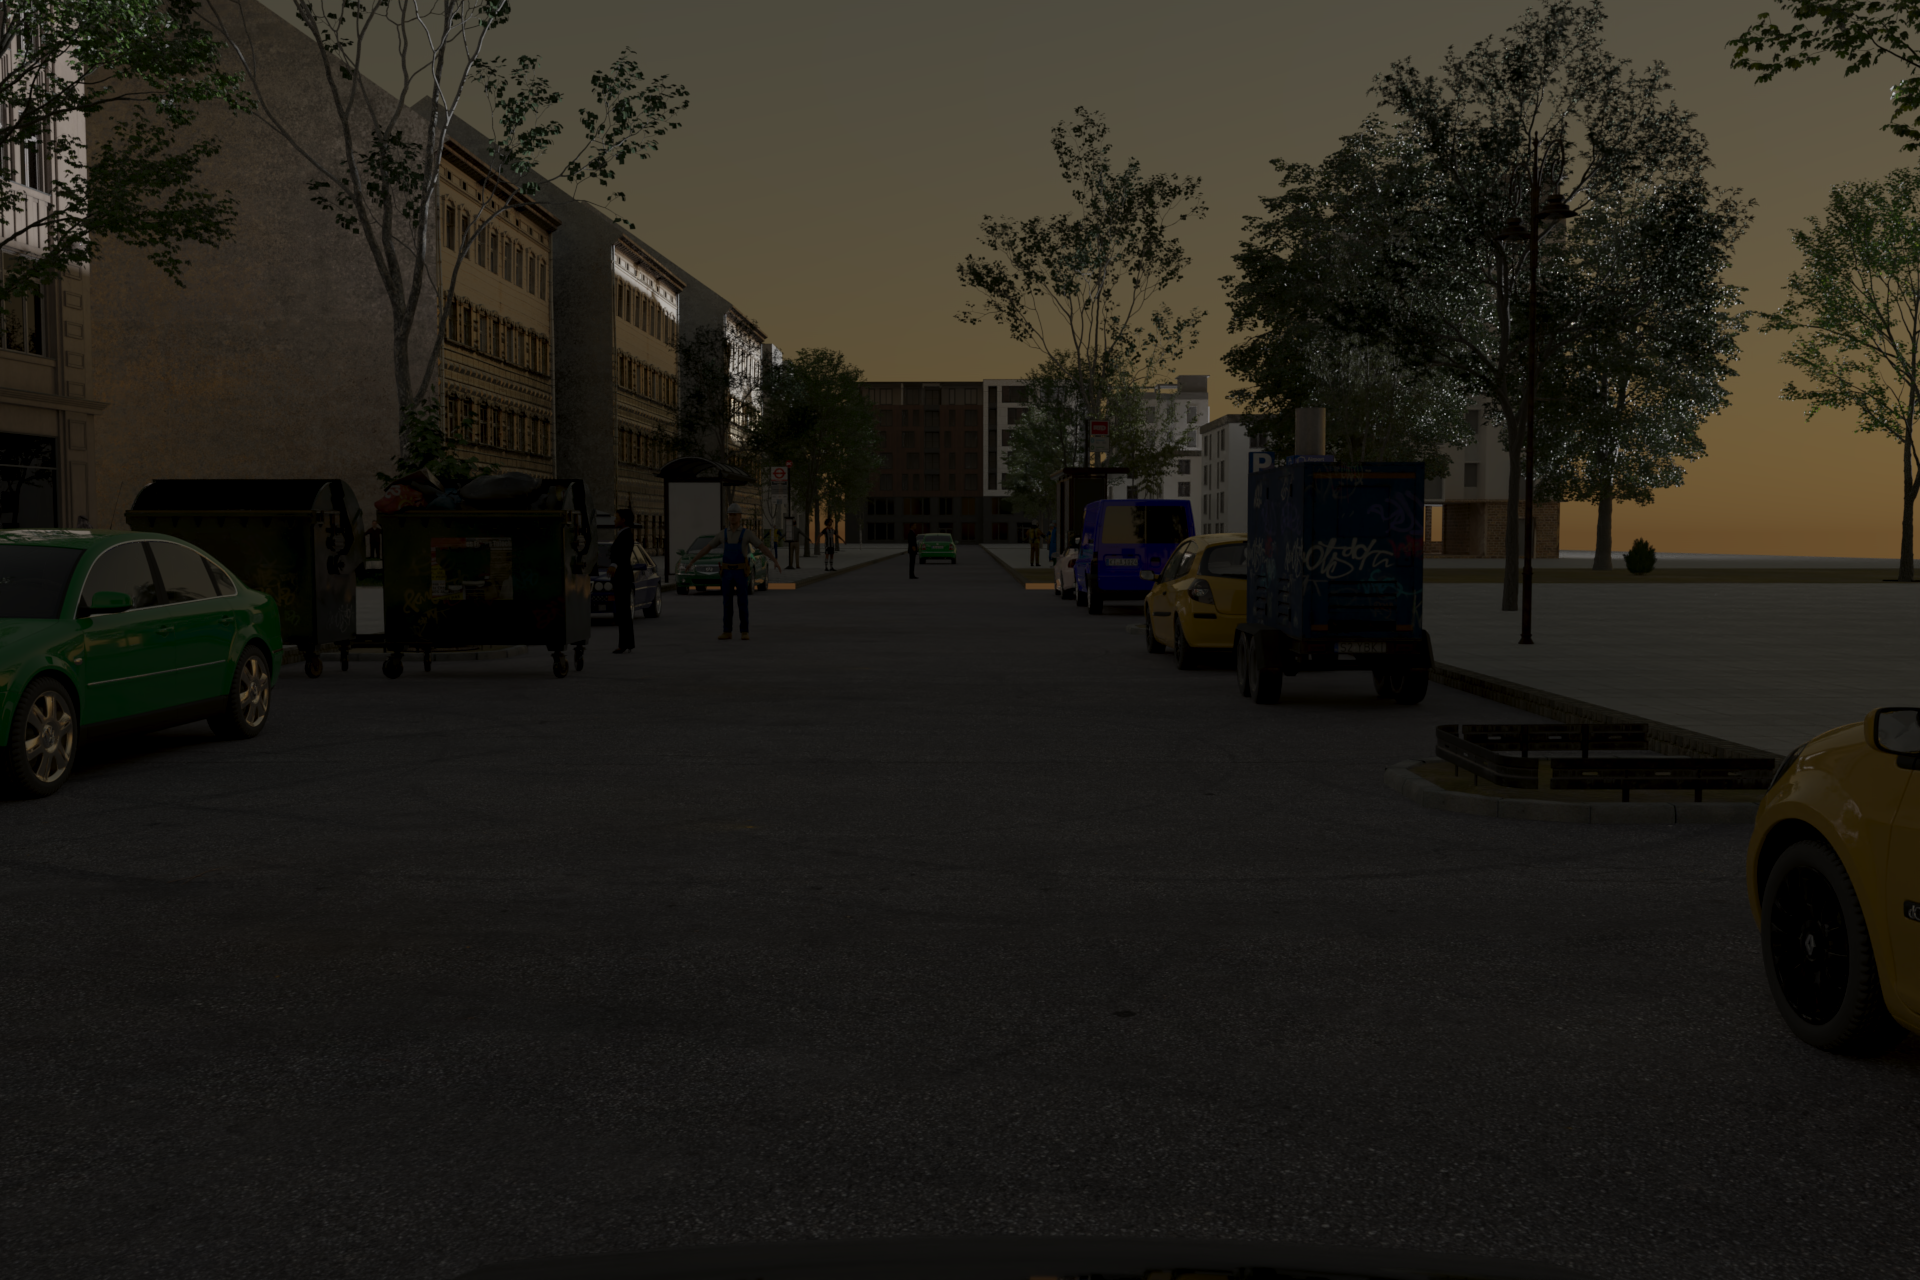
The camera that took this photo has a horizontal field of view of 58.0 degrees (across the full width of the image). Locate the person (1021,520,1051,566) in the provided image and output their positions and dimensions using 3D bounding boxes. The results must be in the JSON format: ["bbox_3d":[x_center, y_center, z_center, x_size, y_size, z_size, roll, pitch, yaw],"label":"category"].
[{"bbox_3d":[2.988,-3.849,68.695,1.354,1.858,0.705,2,4,32],"label":"person"}]

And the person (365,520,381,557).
[{"bbox_3d":[-22.241,-3.652,65.846,1.346,1.812,0.704,-1,4,-21],"label":"person"}]

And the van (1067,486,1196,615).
[{"bbox_3d":[3.222,-1.720,32.501,2.240,2.365,5.245,0,3,0],"label":"van"}]

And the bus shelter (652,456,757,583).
[{"bbox_3d":[-6.940,-3.289,47.702,2.014,3.302,5.546,0,4,1],"label":"bus shelter"}]

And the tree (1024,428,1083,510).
[{"bbox_3d":[6.486,-9.996,113.792,4.737,8.622,4.395,0,3,0],"label":"tree"}]

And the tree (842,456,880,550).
[{"bbox_3d":[-7.926,-11.717,141.930,4.360,8.622,3.978,0,3,0],"label":"tree"}]

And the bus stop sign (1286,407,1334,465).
[{"bbox_3d":[7.336,-2.895,36.349,0.837,3.901,0.837,0,3,0],"label":"bus stop sign"}]

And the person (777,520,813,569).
[{"bbox_3d":[-6.122,-3.535,64.073,1.348,1.796,0.705,0,4,4],"label":"person"}]

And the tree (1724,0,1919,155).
[{"bbox_3d":[8.769,-5.320,12.739,9.928,11.665,9.643,0,3,0],"label":"tree"}]

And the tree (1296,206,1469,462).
[{"bbox_3d":[9.303,-5.445,39.392,4.360,8.622,3.978,0,3,0],"label":"tree"}]

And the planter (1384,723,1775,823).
[{"bbox_3d":[3.426,0.708,9.557,1.991,0.319,1.994,0,4,0],"label":"planter"}]

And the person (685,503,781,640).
[{"bbox_3d":[-3.059,-0.930,23.513,1.347,1.847,0.705,1,4,9],"label":"person"}]

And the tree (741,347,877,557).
[{"bbox_3d":[-8.276,-10.363,95.187,9.928,11.665,9.643,0,3,0],"label":"tree"}]

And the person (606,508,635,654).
[{"bbox_3d":[-4.131,-0.715,20.864,0.721,1.740,1.216,0,4,-6],"label":"person"}]

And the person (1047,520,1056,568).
[{"bbox_3d":[3.610,-3.674,66.192,0.704,1.817,1.347,-1,4,-14],"label":"person"}]

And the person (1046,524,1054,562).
[{"bbox_3d":[4.323,-4.500,80.031,0.721,1.772,1.216,3,5,40],"label":"person"}]

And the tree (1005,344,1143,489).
[{"bbox_3d":[6.278,-10.363,95.186,9.928,11.665,9.643,0,3,0],"label":"tree"}]

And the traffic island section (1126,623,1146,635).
[{"bbox_3d":[3.448,-0.149,25.300,1.991,0.108,1.994,0,4,0],"label":"traffic island section"}]

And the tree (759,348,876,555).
[{"bbox_3d":[-9.142,-11.501,106.166,7.486,12.596,7.792,0,3,0],"label":"tree"}]

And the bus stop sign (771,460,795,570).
[{"bbox_3d":[-6.397,-4.528,62.740,0.855,3.939,0.416,0,4,1],"label":"bus stop sign"}]

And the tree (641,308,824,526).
[{"bbox_3d":[-9.153,-8.330,70.611,8.767,10.594,7.601,2,4,24],"label":"tree"}]

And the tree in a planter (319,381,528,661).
[{"bbox_3d":[-6.221,-1.416,20.378,1.991,3.239,1.994,0,4,1],"label":"tree in a planter"}]

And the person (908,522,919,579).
[{"bbox_3d":[-1.491,-2.861,55.455,0.704,1.802,1.346,0,4,3],"label":"person"}]

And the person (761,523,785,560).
[{"bbox_3d":[-9.119,-4.817,84.727,1.349,1.833,0.705,2,4,23],"label":"person"}]

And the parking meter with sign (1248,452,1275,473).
[{"bbox_3d":[6.376,-2.423,35.872,0.543,3.016,1.738,0,3,0],"label":"parking meter with sign"}]

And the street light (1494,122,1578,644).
[{"bbox_3d":[6.606,-2.889,20.029,0.468,5.910,1.993,0,3,0],"label":"street light"}]

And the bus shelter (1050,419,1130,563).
[{"bbox_3d":[4.219,-4.939,58.386,2.179,5.291,8.768,0,4,-1],"label":"bus shelter"}]

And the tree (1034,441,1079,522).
[{"bbox_3d":[6.816,-10.801,126.966,4.360,8.622,3.978,0,3,0],"label":"tree"}]

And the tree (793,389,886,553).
[{"bbox_3d":[-8.729,-11.706,117.147,9.928,11.665,9.643,0,3,0],"label":"tree"}]

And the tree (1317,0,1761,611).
[{"bbox_3d":[9.528,-5.772,28.792,7.601,10.594,8.767,-2,4,-25],"label":"tree"}]

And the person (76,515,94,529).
[{"bbox_3d":[-21.466,-2.184,42.418,0.621,1.740,0.551,0,4,-3],"label":"person"}]

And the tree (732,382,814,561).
[{"bbox_3d":[-8.910,-8.041,81.829,4.360,8.622,3.978,0,3,0],"label":"tree"}]

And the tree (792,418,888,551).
[{"bbox_3d":[-9.173,-12.428,128.953,9.928,11.665,9.643,0,3,0],"label":"tree"}]

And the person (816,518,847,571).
[{"bbox_3d":[-4.506,-3.292,59.972,1.345,1.843,0.704,-3,5,-45],"label":"person"}]
